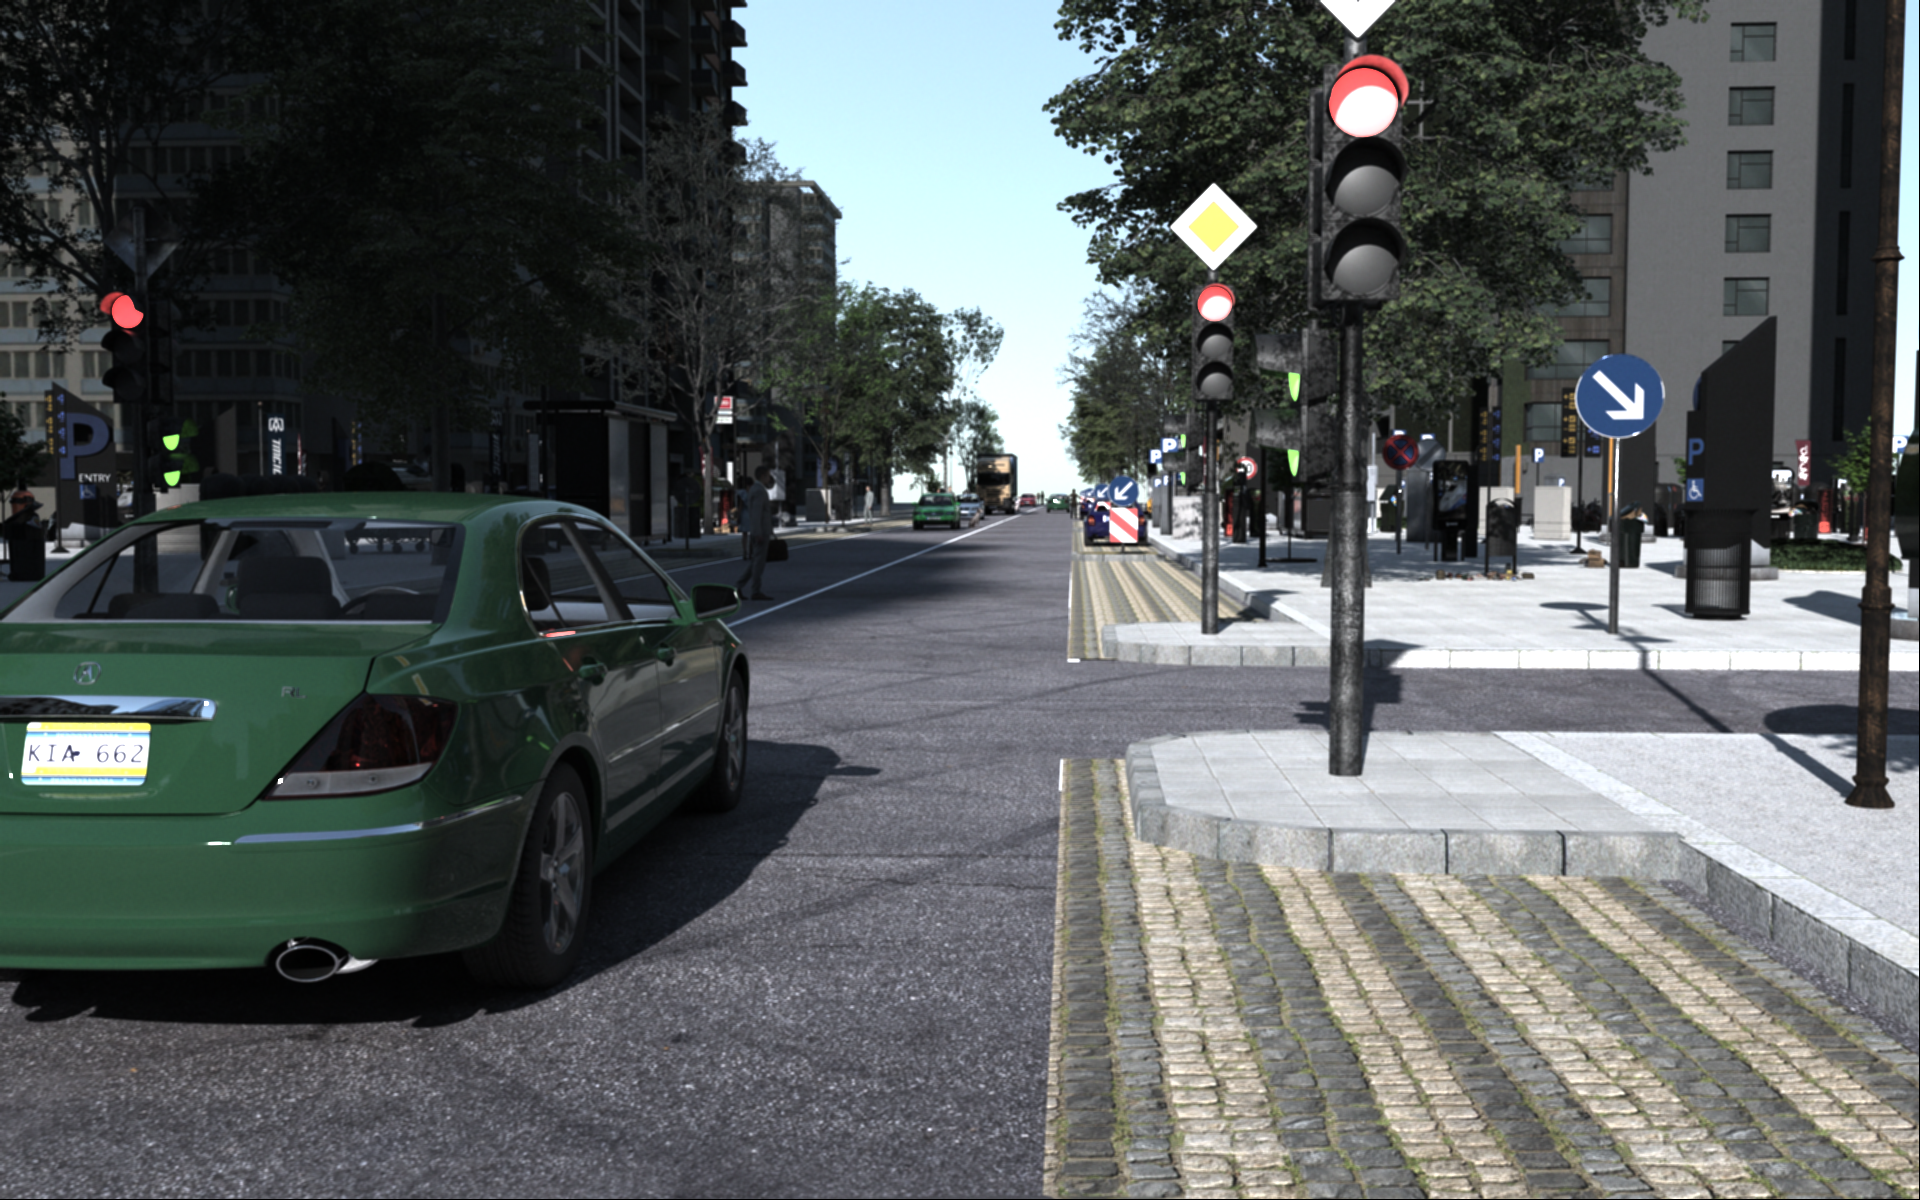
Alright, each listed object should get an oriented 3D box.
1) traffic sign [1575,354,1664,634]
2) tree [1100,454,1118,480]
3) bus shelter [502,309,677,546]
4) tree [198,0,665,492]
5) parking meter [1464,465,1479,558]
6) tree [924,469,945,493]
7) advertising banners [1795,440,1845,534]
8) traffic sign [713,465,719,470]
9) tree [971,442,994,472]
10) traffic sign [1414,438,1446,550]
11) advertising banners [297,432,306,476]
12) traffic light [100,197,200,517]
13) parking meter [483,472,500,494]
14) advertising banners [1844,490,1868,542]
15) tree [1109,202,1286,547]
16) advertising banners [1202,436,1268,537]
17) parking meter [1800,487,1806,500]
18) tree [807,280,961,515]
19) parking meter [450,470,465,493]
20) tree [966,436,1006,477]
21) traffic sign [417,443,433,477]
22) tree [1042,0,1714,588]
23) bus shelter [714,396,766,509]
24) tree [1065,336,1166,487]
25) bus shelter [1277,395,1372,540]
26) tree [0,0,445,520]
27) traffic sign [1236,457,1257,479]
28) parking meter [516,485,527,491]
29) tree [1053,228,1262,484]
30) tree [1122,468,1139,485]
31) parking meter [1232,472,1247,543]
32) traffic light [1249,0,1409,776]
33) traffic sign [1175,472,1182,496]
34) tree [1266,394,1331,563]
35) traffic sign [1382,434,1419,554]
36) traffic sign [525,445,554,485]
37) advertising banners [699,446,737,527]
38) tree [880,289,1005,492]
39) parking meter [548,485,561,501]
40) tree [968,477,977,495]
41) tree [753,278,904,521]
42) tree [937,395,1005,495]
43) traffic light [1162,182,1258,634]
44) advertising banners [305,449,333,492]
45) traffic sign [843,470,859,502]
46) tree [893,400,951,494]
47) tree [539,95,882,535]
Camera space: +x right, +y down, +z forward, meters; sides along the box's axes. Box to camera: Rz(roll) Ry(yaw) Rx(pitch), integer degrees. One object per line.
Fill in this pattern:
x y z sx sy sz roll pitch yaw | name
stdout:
5.998 -0.961 15.826 0.768 2.556 0.104 1 4 13 | traffic sign
16.931 -14.909 194.119 4.737 8.622 4.395 0 3 0 | tree
-8.635 -3.825 40.165 2.179 5.291 8.768 0 4 4 | bus shelter
-9.164 -6.879 30.598 7.486 12.596 7.792 0 3 0 | tree
10.372 -1.799 35.122 0.255 1.863 0.399 1 4 17 | parking meter
-2.151 -8.444 132.660 1.663 3.219 1.824 0 3 0 | tree
27.951 -3.652 55.893 2.074 3.025 0.090 0 4 1 | advertising banners
-10.753 -4.574 74.894 0.768 2.556 0.104 0 4 5 | traffic sign
3.460 -17.087 229.736 4.737 8.622 4.395 0 3 0 | tree
10.705 -2.417 39.618 0.768 2.556 0.104 1 4 9 | traffic sign
-19.135 -3.293 50.021 0.090 3.025 2.074 -2 4 -25 | advertising banners
-7.715 -1.683 16.434 0.839 4.253 0.868 0 4 4 | traffic light
-12.311 -2.434 45.503 0.399 1.863 0.255 2 4 31 | parking meter
24.698 -3.112 47.070 2.074 3.025 0.090 -3 4 -36 | advertising banners
5.990 -5.570 41.430 4.360 8.622 3.978 0 3 0 | tree
8.166 -3.394 51.687 2.074 3.025 0.090 1 4 22 | advertising banners
29.685 -3.224 61.127 0.372 1.533 0.369 0 3 0 | parking meter
-4.463 -12.123 104.868 9.857 13.997 8.962 0 3 0 | tree
-12.041 -2.182 41.387 0.399 1.863 0.255 1 4 20 | parking meter
4.269 -19.254 249.217 7.601 10.594 8.767 1 4 10 | tree
-11.952 -2.315 39.034 0.795 2.450 0.064 1 4 9 | traffic sign
5.307 -7.154 23.622 9.857 13.997 8.962 0 3 0 | tree
-8.786 -5.861 73.464 2.179 5.291 8.768 0 4 4 | bus shelter
11.092 -12.523 122.885 7.486 12.596 7.792 0 3 0 | tree
10.715 -4.586 52.612 2.179 5.291 8.768 0 4 4 | bus shelter
-10.436 -5.378 22.342 8.767 10.594 7.601 1 4 8 | tree
9.870 -3.656 59.884 0.768 2.556 0.104 0 4 8 | traffic sign
-12.756 -2.574 50.504 0.372 1.533 0.369 0 3 0 | parking meter
9.411 -10.285 78.536 12.009 13.543 11.850 0 3 0 | tree
11.559 -7.483 116.952 1.663 3.219 1.824 0 3 0 | tree
7.276 -2.407 45.073 0.255 1.863 0.399 2 4 32 | parking meter
1.748 -1.156 7.824 0.839 4.253 0.868 0 4 4 | traffic light
7.743 -3.793 62.116 0.768 2.556 0.104 1 4 13 | traffic sign
6.180 -2.331 32.714 1.663 3.219 1.824 0 3 0 | tree
9.372 -2.251 36.916 0.768 2.556 0.104 1 4 9 | traffic sign
-10.838 -2.722 44.615 0.768 2.556 0.104 0 4 5 | traffic sign
-8.456 -4.078 62.865 2.074 3.025 0.090 0 4 7 | advertising banners
-2.530 -18.640 160.658 12.611 20.169 13.585 0 3 0 | tree
-11.046 -2.372 47.195 0.372 1.533 0.369 0 3 0 | parking meter
1.396 -11.838 188.145 1.663 3.219 1.824 0 3 0 | tree
-6.464 -9.635 83.280 9.928 11.665 9.643 0 3 0 | tree
0.966 -15.669 181.942 9.928 11.665 9.643 0 3 0 | tree
2.275 -1.643 15.792 0.839 4.253 0.868 0 4 4 | traffic light
-25.004 -4.362 67.508 2.074 3.025 0.090 1 4 22 | advertising banners
-5.799 -5.637 92.172 0.884 2.594 0.081 0 4 7 | traffic sign
-2.672 -10.821 127.281 4.360 8.622 3.978 0 3 0 | tree
-7.952 -8.794 54.157 12.009 13.543 11.850 0 3 0 | tree
